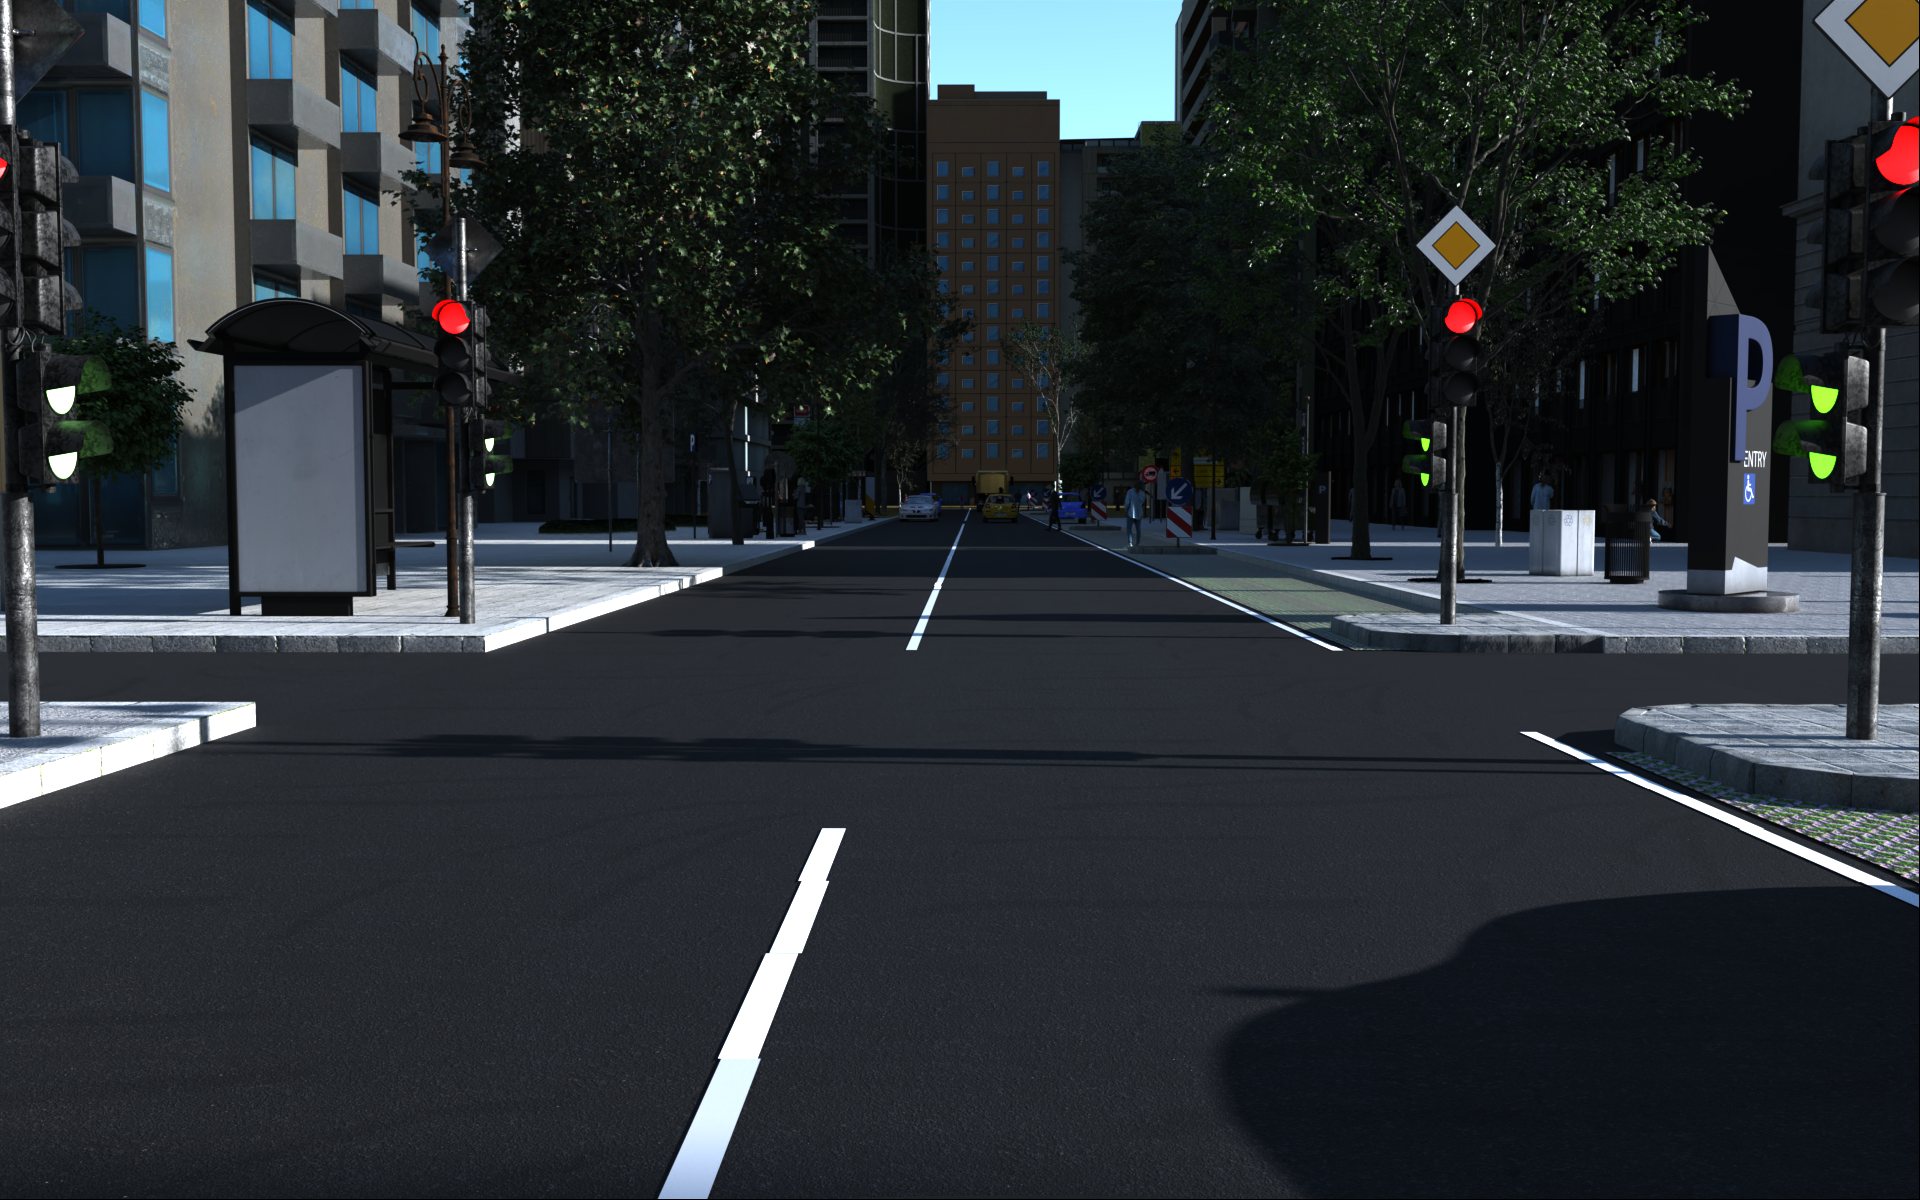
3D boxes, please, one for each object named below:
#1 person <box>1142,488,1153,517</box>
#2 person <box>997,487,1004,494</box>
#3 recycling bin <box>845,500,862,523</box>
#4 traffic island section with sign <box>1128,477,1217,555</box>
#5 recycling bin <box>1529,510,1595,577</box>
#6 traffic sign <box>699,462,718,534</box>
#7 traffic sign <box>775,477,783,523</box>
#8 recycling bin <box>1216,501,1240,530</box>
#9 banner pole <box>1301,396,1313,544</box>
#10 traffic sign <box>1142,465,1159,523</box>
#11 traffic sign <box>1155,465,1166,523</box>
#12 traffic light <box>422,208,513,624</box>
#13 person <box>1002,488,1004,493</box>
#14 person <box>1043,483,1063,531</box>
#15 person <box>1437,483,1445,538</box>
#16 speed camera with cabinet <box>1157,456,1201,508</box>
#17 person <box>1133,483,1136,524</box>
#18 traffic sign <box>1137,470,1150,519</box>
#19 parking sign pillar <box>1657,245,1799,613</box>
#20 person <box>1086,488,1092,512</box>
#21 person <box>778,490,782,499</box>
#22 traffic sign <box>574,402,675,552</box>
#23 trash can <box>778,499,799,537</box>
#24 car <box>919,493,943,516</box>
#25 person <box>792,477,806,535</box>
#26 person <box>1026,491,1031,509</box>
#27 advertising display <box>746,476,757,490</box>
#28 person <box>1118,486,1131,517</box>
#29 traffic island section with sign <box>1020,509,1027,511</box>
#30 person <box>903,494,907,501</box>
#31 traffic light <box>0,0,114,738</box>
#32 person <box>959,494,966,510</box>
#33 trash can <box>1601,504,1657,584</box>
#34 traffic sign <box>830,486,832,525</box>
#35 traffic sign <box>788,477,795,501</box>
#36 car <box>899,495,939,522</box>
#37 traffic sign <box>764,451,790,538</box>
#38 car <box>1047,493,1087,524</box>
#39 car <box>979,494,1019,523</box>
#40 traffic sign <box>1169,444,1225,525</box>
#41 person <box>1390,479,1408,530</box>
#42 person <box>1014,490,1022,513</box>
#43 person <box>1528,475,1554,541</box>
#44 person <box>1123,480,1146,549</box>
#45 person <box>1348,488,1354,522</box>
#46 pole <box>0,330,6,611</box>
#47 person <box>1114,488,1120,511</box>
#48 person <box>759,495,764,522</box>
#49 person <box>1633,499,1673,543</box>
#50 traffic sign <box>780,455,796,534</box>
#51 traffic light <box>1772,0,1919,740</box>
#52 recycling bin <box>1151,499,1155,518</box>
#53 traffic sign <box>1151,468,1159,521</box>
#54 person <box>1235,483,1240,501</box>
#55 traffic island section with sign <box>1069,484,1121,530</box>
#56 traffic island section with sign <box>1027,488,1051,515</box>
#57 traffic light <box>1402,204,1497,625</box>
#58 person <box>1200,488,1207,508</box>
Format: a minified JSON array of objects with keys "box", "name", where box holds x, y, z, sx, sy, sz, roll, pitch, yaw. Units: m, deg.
[{"box":[10.140,-5.477,95.531,1.348,1.831,0.705,-1,4,-21],"name":"person"},{"box":[2.318,-5.501,98.405,1.348,1.831,0.705,1,4,13],"name":"person"},{"box":[-4.673,-3.885,76.073,0.722,1.027,0.722,0,4,-1],"name":"recycling bin"},{"box":[5.071,-2.022,41.684,1.989,1.847,2.006,0,4,1],"name":"traffic island section with sign"},{"box":[9.501,-0.905,27.347,0.722,1.027,0.722,-1,4,-21],"name":"recycling bin"},{"box":[-8.048,-3.259,55.409,0.606,2.300,0.079,0,4,2],"name":"traffic sign"},{"box":[-8.139,-4.675,76.544,0.768,2.556,0.104,0,4,7],"name":"traffic sign"},{"box":[9.542,-3.009,61.750,0.722,1.027,0.722,0,4,-4],"name":"recycling bin"},{"box":[8.842,-3.330,44.464,0.401,3.779,0.863,0,4,-1],"name":"banner pole"},{"box":[8.318,-4.620,75.635,0.768,2.556,0.104,1,4,9],"name":"traffic sign"},{"box":[8.927,-4.698,76.822,0.884,2.594,0.081,0,4,5],"name":"traffic sign"},{"box":[-4.865,-1.720,17.048,0.839,4.253,0.868,0,4,1],"name":"traffic light"},{"box":[2.919,-6.858,120.614,0.705,1.826,1.348,-1,4,-14],"name":"person"},{"box":[3.576,-3.580,66.816,0.755,1.850,0.659,0,4,-1],"name":"person"},{"box":[14.313,-2.735,50.940,0.466,1.800,0.511,-2,4,-35],"name":"person"},{"box":[9.180,-4.778,72.457,2.038,3.252,0.660,-3,4,-36],"name":"speed camera with cabinet"},{"box":[7.457,-4.138,74.047,0.444,1.785,0.601,0,4,6],"name":"person"},{"box":[9.592,-5.500,90.023,0.768,2.556,0.104,0,4,3],"name":"traffic sign"},{"box":[8.579,-1.882,19.248,1.447,3.967,1.447,3,5,44],"name":"parking sign pillar"},{"box":[9.437,-7.242,125.166,0.721,1.735,1.217,-2,4,-30],"name":"person"},{"box":[-18.222,-10.085,173.348,0.705,1.831,1.348,-2,4,-32],"name":"person"},{"box":[-7.456,-2.725,38.432,2.265,3.308,0.079,0,4,4],"name":"traffic sign"},{"box":[-5.173,-2.456,51.817,0.748,1.137,0.748,0,3,0],"name":"trash can"},{"box":[-2.084,-6.346,113.355,1.945,1.707,3.694,0,4,0],"name":"car"},{"box":[-5.036,-2.924,54.028,0.526,1.800,0.537,2,4,24],"name":"person"},{"box":[6.360,-9.370,162.630,0.436,1.711,0.756,3,5,42],"name":"person"},{"box":[-7.494,-3.485,62.198,0.123,1.923,0.974,-1,4,-22],"name":"advertising display"},{"box":[9.460,-5.515,96.896,1.217,1.739,0.721,0,4,0],"name":"person"},{"box":[6.061,-8.389,145.790,1.989,1.847,2.006,0,4,1],"name":"traffic island section with sign"},{"box":[-5.473,-9.793,171.832,0.599,1.433,0.991,-1,4,-17],"name":"person"},{"box":[-4.941,-1.232,9.063,0.839,4.253,0.868,0,4,1],"name":"traffic light"},{"box":[0.226,-9.047,159.640,0.991,1.433,0.599,-3,5,-40],"name":"person"},{"box":[9.573,-0.806,24.838,0.748,1.137,0.748,0,3,0],"name":"trash can"},{"box":[-5.313,-4.359,71.375,0.768,2.556,0.104,0,4,6],"name":"traffic sign"},{"box":[-6.789,-4.358,71.351,0.768,2.556,0.104,0,4,1],"name":"traffic sign"},{"box":[-2.125,-4.769,90.329,2.083,1.381,4.827,0,4,2],"name":"car"},{"box":[-5.394,-3.112,50.983,0.768,2.556,0.104,0,4,8],"name":"traffic sign"},{"box":[5.195,-4.545,83.909,1.945,1.707,3.694,0,4,0],"name":"car"},{"box":[1.997,-4.700,87.072,2.015,1.641,3.980,0,4,0],"name":"car"},{"box":[9.737,-4.725,71.129,2.265,3.308,0.079,1,4,9],"name":"traffic sign"},{"box":[15.522,-3.356,61.090,0.709,1.800,0.728,3,5,42],"name":"person"},{"box":[4.257,-7.303,128.354,0.683,1.767,0.568,1,4,9],"name":"person"},{"box":[15.694,-2.477,46.805,0.793,1.790,0.793,-1,4,-17],"name":"person"},{"box":[4.539,-2.219,45.053,0.793,1.790,0.793,3,4,39],"name":"person"},{"box":[18.114,-4.479,79.392,0.709,1.813,0.853,2,4,26],"name":"person"},{"box":[-10.402,-1.533,18.909,0.158,3.312,0.155,0,3,0],"name":"pole"},{"box":[12.019,-7.691,132.599,0.445,1.727,0.742,0,4,-1],"name":"person"},{"box":[-9.291,-4.272,80.557,0.362,1.253,0.373,-2,4,-29],"name":"person"},{"box":[18.036,-2.073,45.437,0.738,1.151,1.012,-3,5,-39],"name":"person"},{"box":[-5.701,-3.432,56.226,0.768,2.556,0.104,0,4,6],"name":"traffic sign"},{"box":[4.720,-1.227,8.988,0.839,4.253,0.868,0,4,1],"name":"traffic light"},{"box":[10.589,-4.851,91.865,0.722,1.027,0.722,-3,5,-39],"name":"recycling bin"},{"box":[9.072,-4.959,81.179,0.768,2.556,0.104,0,4,8],"name":"traffic sign"},{"box":[14.049,-4.978,87.405,0.622,1.834,0.822,-2,4,-29],"name":"person"},{"box":[5.329,-3.670,68.638,1.989,1.847,2.006,0,4,1],"name":"traffic island section with sign"},{"box":[5.809,-6.741,118.836,1.989,1.847,2.006,0,4,1],"name":"traffic island section with sign"},{"box":[4.796,-1.716,16.973,0.839,4.253,0.868,0,4,1],"name":"traffic light"},{"box":[16.365,-6.811,117.485,1.350,1.814,0.705,-3,4,-37],"name":"person"}]
